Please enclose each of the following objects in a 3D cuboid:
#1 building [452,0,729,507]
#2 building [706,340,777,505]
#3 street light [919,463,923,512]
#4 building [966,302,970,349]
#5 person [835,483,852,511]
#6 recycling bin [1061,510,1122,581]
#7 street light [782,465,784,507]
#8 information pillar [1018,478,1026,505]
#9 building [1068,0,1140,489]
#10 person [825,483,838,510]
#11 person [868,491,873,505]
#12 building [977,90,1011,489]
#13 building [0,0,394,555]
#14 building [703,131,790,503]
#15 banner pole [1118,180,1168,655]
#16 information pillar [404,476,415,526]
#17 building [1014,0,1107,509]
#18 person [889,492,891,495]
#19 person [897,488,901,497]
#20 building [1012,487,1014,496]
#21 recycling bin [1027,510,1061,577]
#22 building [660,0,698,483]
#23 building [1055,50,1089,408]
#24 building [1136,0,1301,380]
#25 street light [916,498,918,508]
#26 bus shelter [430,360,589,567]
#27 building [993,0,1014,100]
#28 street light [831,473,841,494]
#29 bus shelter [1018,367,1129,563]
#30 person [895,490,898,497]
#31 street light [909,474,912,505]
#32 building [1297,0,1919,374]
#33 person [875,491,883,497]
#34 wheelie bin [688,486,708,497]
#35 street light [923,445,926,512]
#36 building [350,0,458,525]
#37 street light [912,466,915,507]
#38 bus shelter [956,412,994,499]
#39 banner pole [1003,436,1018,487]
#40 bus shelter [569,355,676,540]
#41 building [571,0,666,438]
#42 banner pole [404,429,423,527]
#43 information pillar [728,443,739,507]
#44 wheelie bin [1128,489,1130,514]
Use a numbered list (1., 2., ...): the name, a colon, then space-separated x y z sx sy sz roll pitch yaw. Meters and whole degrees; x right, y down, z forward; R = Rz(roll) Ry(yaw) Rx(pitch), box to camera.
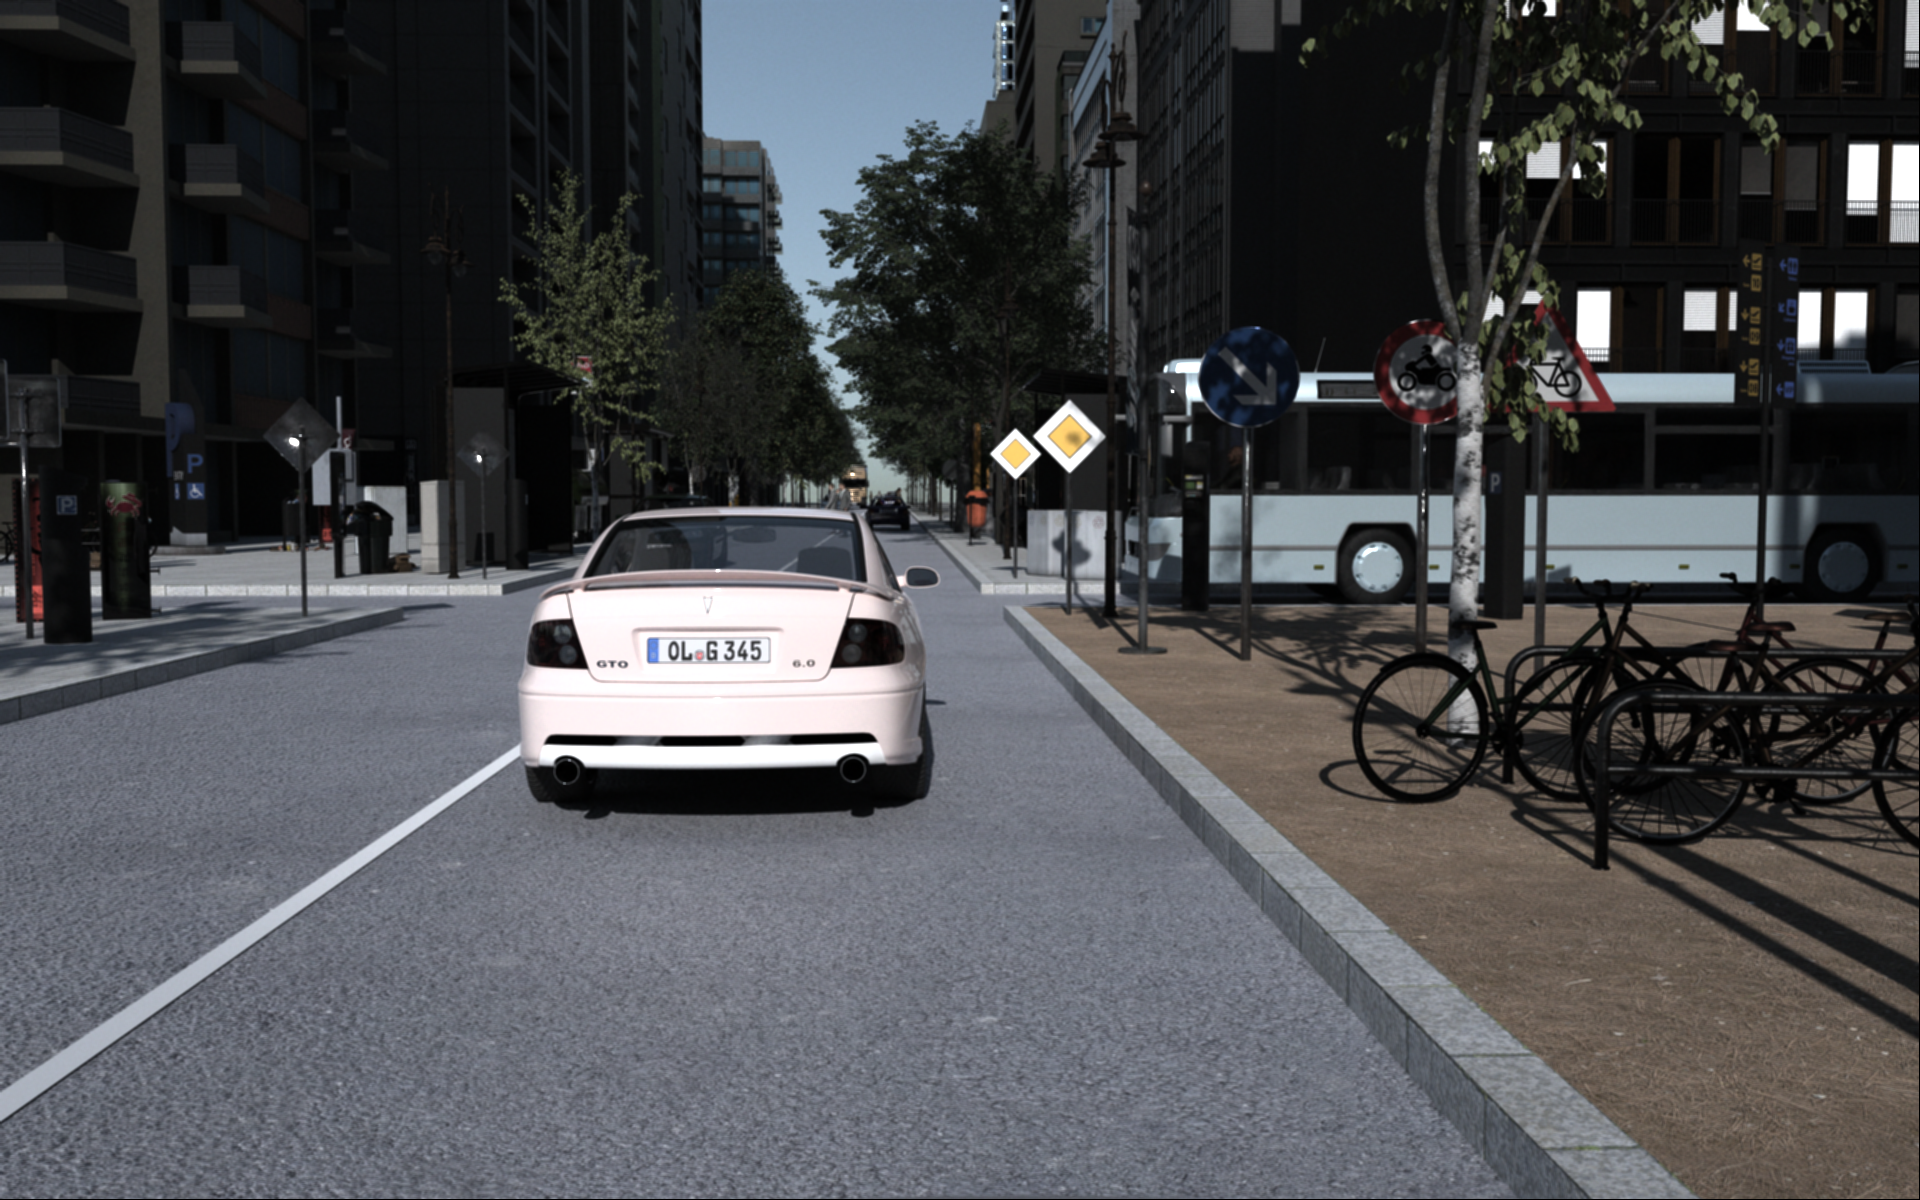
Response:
1. building: -31.008 -43.599 151.090 20.563 71.187 20.611 0 4 -2
2. building: -36.513 -22.089 206.200 27.650 21.520 28.899 0 4 -2
3. street light: -2.673 -9.419 126.793 0.468 5.910 1.993 0 4 -2
4. building: 7.429 -29.505 254.109 14.160 30.474 14.107 0 4 -2
5. person: -3.865 -2.978 57.371 0.473 1.802 0.592 -1 4 -20
6. recycling bin: 2.008 -0.826 26.064 0.722 1.027 0.722 1 4 21
7. street light: -10.507 -7.943 102.653 0.468 5.910 1.993 0 4 -2
8. information pillar: 2.858 -4.625 80.107 0.304 2.012 0.304 -2 4 -25
9. building: 12.740 -16.744 91.779 12.078 24.808 19.932 0 4 -2
10. person: -4.550 -3.244 61.668 0.853 1.813 0.709 0 4 1
11. person: -11.966 -13.678 232.149 0.705 1.823 1.348 -2 4 -23
12. building: 13.208 -35.545 204.854 21.300 48.544 21.600 0 4 -2
13. building: -29.185 -24.028 47.482 22.147 44.769 28.867 0 4 -2
14. building: -35.619 -37.661 235.369 23.786 49.044 30.456 0 4 -2
15. banner pole: 1.406 -1.449 13.704 0.401 3.779 0.863 1 4 19
16. information pillar: -22.195 -3.998 69.860 0.304 2.012 0.304 0 4 7
17. building: 15.566 -31.251 134.660 21.300 48.544 21.600 0 4 -2
18. person: -9.722 -13.876 236.191 0.721 1.723 1.217 -1 4 -14
19. person: -3.736 -6.054 107.496 0.705 1.823 1.348 0 4 3
20. building: 20.518 -28.501 157.878 32.217 40.220 23.993 0 4 -2
21. recycling bin: 1.532 -0.903 27.325 0.722 1.027 0.722 -2 4 -28
22. building: -34.094 -32.921 127.499 28.713 52.752 27.495 0 4 -2
23. building: 13.198 -21.117 116.970 14.160 30.474 14.107 0 4 -2
24. building: 15.707 -16.902 69.854 14.314 27.812 24.014 0 4 -2
25. street light: -3.290 -10.435 143.392 0.468 5.910 1.993 0 4 -2
26. bus shelter: -8.534 -2.574 33.371 1.731 3.624 6.357 0 4 -2
27. building: 13.221 -56.112 230.094 22.319 86.520 31.000 0 4 -2
28. street light: -14.524 -14.053 202.547 0.468 5.910 1.993 0 4 -2
29. bus shelter: 2.261 -2.688 35.230 1.731 3.624 6.357 0 4 -2
30. person: -4.603 -7.360 129.663 0.721 1.723 1.217 1 4 19
31. street light: -4.725 -12.514 177.399 0.468 5.910 1.993 0 4 -2
32. building: 17.137 -12.866 40.043 15.834 23.373 12.332 0 4 -2
33. person: -7.500 -9.287 161.067 1.217 1.736 0.721 0 4 -1
34. wheelie bin: -10.513 -3.755 69.304 0.980 1.594 0.693 0 4 -3
35. street light: -1.934 -8.357 109.420 0.468 5.910 1.993 0 4 -2
36. building: -26.918 -39.218 79.467 20.563 71.187 20.611 0 4 -2
37. street light: -3.976 -11.453 160.044 0.468 5.910 1.993 0 4 -2
38. bus shelter: 0.718 -6.413 82.479 2.179 5.291 8.768 0 4 -2
39. banner pole: 2.090 -5.058 72.714 0.863 3.779 0.401 2 4 25
40. bus shelter: -10.321 -4.601 52.864 2.179 5.291 8.768 0 4 -2
41. building: -26.311 -25.920 107.387 14.154 41.232 14.086 0 4 -2
42. banner pole: -20.980 -4.696 66.789 0.863 3.779 0.401 -1 4 -17
43. information pillar: -10.231 -5.312 78.199 0.504 3.616 0.183 -3 5 -39
44. wheelie bin: 6.729 -3.914 71.894 0.980 1.594 0.693 -3 4 -37
